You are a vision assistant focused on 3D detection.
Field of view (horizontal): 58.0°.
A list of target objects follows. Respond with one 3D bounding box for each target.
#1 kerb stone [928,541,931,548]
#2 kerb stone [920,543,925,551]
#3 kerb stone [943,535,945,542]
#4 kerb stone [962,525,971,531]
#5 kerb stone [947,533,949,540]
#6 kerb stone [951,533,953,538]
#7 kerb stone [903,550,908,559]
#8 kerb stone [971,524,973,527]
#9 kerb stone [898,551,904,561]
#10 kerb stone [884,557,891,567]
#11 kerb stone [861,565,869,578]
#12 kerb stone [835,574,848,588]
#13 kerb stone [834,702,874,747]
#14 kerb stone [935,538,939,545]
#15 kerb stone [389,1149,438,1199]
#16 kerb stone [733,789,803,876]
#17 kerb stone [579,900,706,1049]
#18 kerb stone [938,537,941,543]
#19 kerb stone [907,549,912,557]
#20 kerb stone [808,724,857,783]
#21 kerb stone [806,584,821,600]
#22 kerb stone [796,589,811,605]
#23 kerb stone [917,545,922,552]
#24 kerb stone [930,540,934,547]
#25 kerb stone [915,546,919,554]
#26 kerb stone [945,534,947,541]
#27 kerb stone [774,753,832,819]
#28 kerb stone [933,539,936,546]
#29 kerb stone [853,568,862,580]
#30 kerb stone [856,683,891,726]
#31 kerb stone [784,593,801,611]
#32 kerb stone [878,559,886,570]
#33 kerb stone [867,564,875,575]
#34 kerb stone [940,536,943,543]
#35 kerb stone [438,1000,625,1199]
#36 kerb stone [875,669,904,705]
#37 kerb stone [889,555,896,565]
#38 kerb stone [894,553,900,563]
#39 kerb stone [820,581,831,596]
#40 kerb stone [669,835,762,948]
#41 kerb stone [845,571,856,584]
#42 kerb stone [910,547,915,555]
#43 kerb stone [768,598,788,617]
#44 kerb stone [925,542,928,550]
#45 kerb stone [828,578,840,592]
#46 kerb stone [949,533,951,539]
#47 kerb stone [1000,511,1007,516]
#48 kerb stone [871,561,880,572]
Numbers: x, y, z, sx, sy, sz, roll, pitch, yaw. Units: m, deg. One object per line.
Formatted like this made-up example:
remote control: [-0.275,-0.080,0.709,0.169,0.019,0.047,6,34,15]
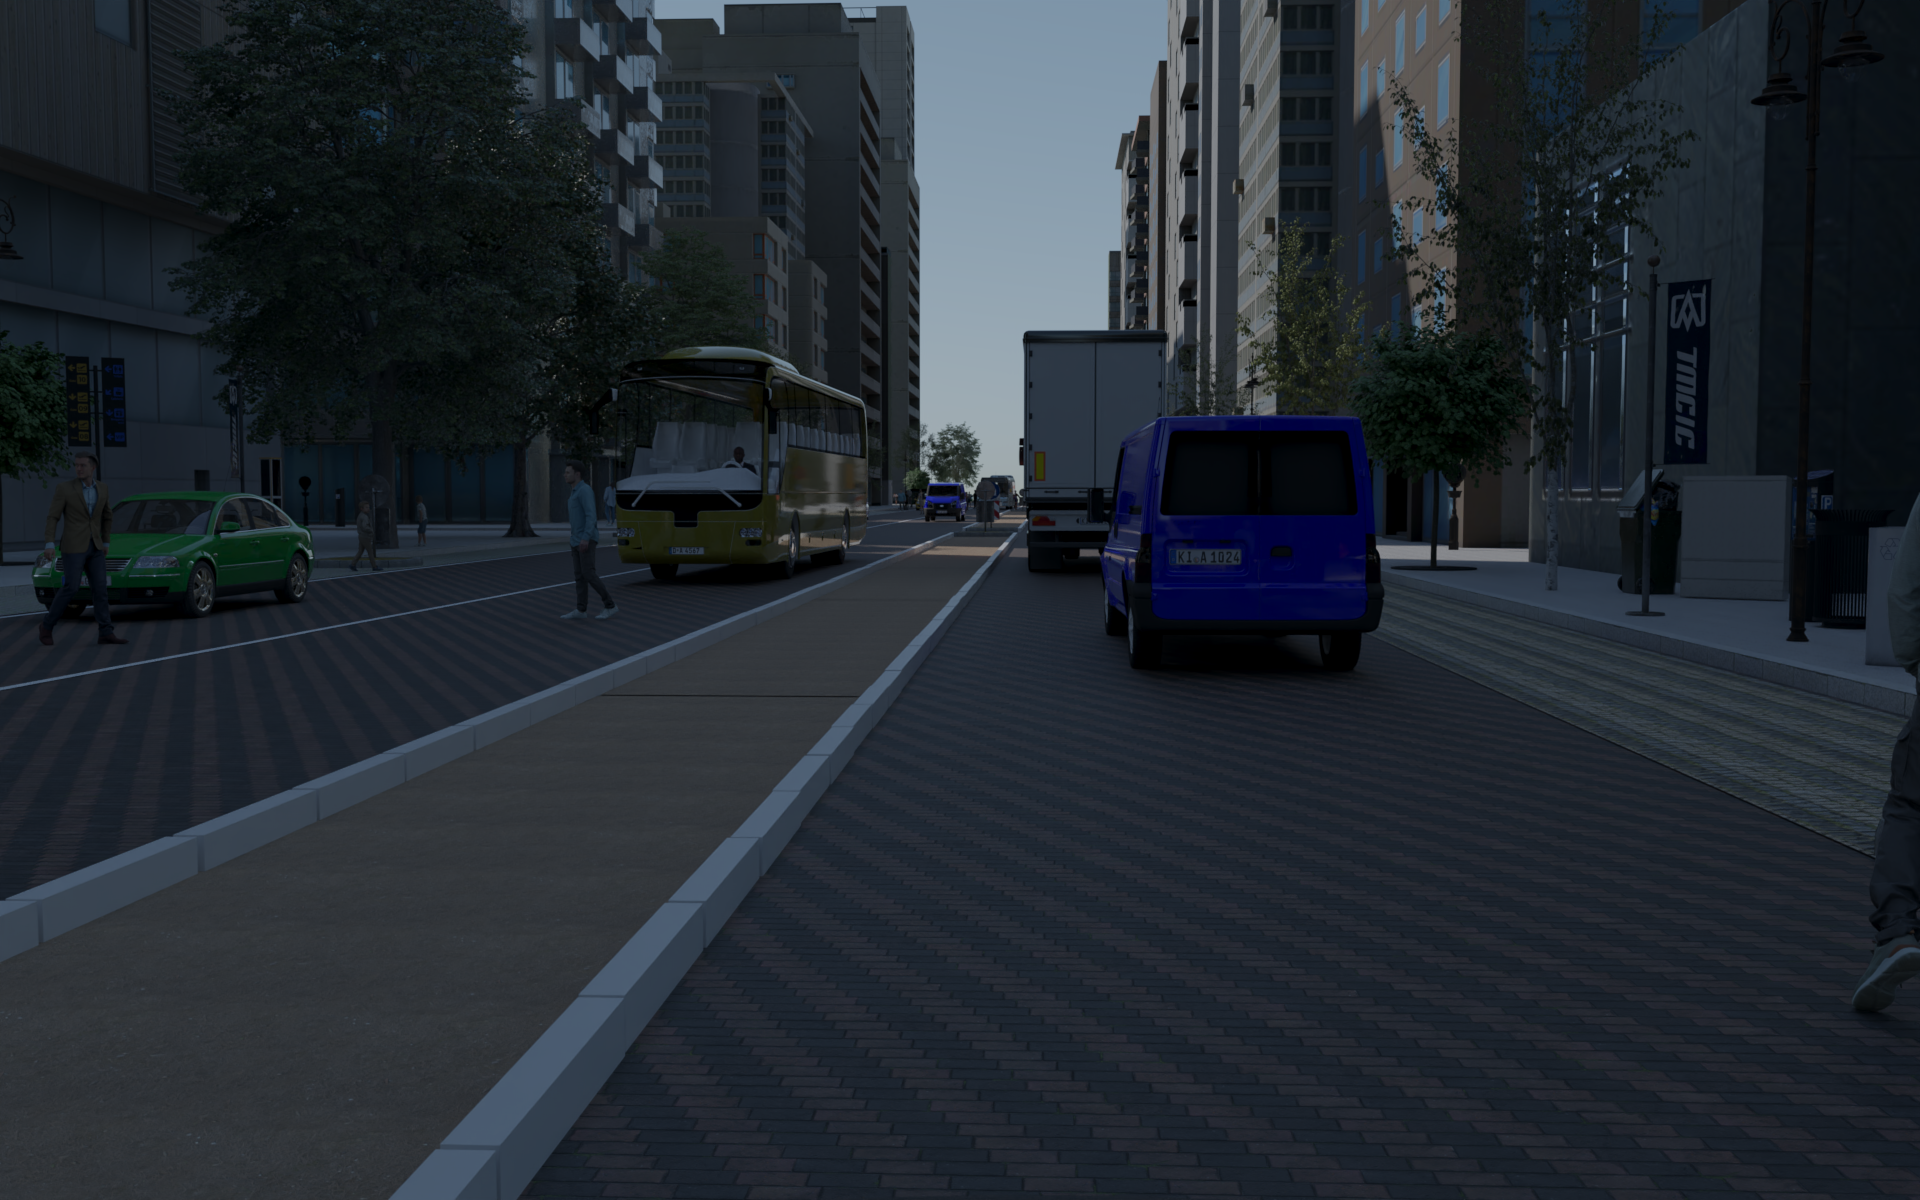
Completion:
kerb stone: [-0.918,-1.390,44.926,0.120,0.150,1.000,0,4,3]
kerb stone: [-1.024,-1.264,42.872,0.120,0.150,1.000,0,4,3]
kerb stone: [-0.592,-1.766,51.069,0.120,0.150,1.000,0,4,3]
kerb stone: [0.231,-2.736,66.984,0.120,0.150,1.000,0,4,3]
kerb stone: [-0.492,-1.892,53.130,0.120,0.150,1.000,0,4,3]
kerb stone: [-0.385,-2.008,55.176,0.120,0.150,1.000,0,4,3]
kerb stone: [-1.291,-0.951,37.748,0.120,0.150,1.000,0,4,3]
kerb stone: [0.333,-2.864,69.031,0.120,0.150,1.000,0,4,3]
kerb stone: [-1.338,-0.889,36.727,0.120,0.150,1.000,0,4,3]
kerb stone: [-1.506,-0.701,33.658,0.120,0.150,1.000,0,4,3]
kerb stone: [-1.711,-0.450,29.561,0.120,0.150,1.000,0,4,3]
kerb stone: [-1.871,-0.263,26.489,0.120,0.150,1.000,0,4,3]
kerb stone: [-0.626,0.742,10.061,0.120,0.150,1.000,0,4,3]
kerb stone: [-0.753,-1.577,47.997,0.120,0.150,1.000,0,4,3]
kerb stone: [-0.992,1.181,2.893,0.120,0.150,1.000,0,4,3]
kerb stone: [-0.774,0.933,6.990,0.120,0.150,1.000,0,4,3]
kerb stone: [-0.892,1.056,4.940,0.120,0.150,1.000,0,4,3]
kerb stone: [-0.705,-1.641,49.018,0.120,0.150,1.000,0,4,3]
kerb stone: [-1.234,-1.014,38.776,0.120,0.150,1.000,0,4,3]
kerb stone: [-0.670,0.805,9.040,0.120,0.150,1.000,0,4,3]
kerb stone: [-2.037,-0.075,23.421,0.120,0.150,1.000,0,4,3]
kerb stone: [-2.086,-0.012,22.397,0.120,0.150,1.000,0,4,3]
kerb stone: [-1.078,-1.200,41.851,0.120,0.150,1.000,0,4,3]
kerb stone: [-0.859,-1.452,45.947,0.120,0.150,1.000,0,4,3]
kerb stone: [-1.124,-1.139,40.826,0.120,0.150,1.000,0,4,3]
kerb stone: [-0.545,-1.829,52.105,0.120,0.150,1.000,0,4,3]
kerb stone: [-0.729,0.871,8.016,0.120,0.150,1.000,0,4,3]
kerb stone: [-0.815,-1.513,46.973,0.120,0.150,1.000,0,4,3]
kerb stone: [-1.764,-0.388,28.540,0.120,0.150,1.000,0,4,3]
kerb stone: [-0.566,0.680,11.082,0.120,0.150,1.000,0,4,3]
kerb stone: [-2.130,0.051,21.365,0.120,0.150,1.000,0,4,3]
kerb stone: [-1.552,-0.638,32.629,0.120,0.150,1.000,0,4,3]
kerb stone: [-1.656,-0.502,30.584,0.120,0.150,1.000,0,4,3]
kerb stone: [-0.647,-1.703,50.047,0.120,0.150,1.000,0,4,3]
kerb stone: [-0.940,1.118,3.916,0.120,0.150,1.000,0,4,3]
kerb stone: [-0.510,0.622,12.103,0.120,0.150,1.000,0,4,3]
kerb stone: [-1.444,-0.764,34.682,0.120,0.150,1.000,0,4,3]
kerb stone: [-1.394,-0.823,35.703,0.120,0.150,1.000,0,4,3]
kerb stone: [-1.975,-0.137,24.442,0.120,0.150,1.000,0,4,3]
kerb stone: [-0.835,0.993,5.965,0.120,0.150,1.000,0,4,3]
kerb stone: [-1.816,-0.325,27.511,0.120,0.150,1.000,0,4,3]
kerb stone: [-1.182,-1.077,39.805,0.120,0.150,1.000,0,4,3]
kerb stone: [-2.185,0.114,20.344,0.120,0.150,1.000,0,4,3]
kerb stone: [-0.969,-1.327,43.896,0.120,0.150,1.000,0,4,3]
kerb stone: [-1.922,-0.194,25.463,0.120,0.150,1.000,0,4,3]
kerb stone: [-0.434,-1.953,54.150,0.120,0.150,1.000,0,4,3]
kerb stone: [3.039,-6.056,121.213,0.120,0.150,1.000,0,4,3]
kerb stone: [-1.609,-0.574,31.609,0.120,0.150,1.000,0,4,3]
